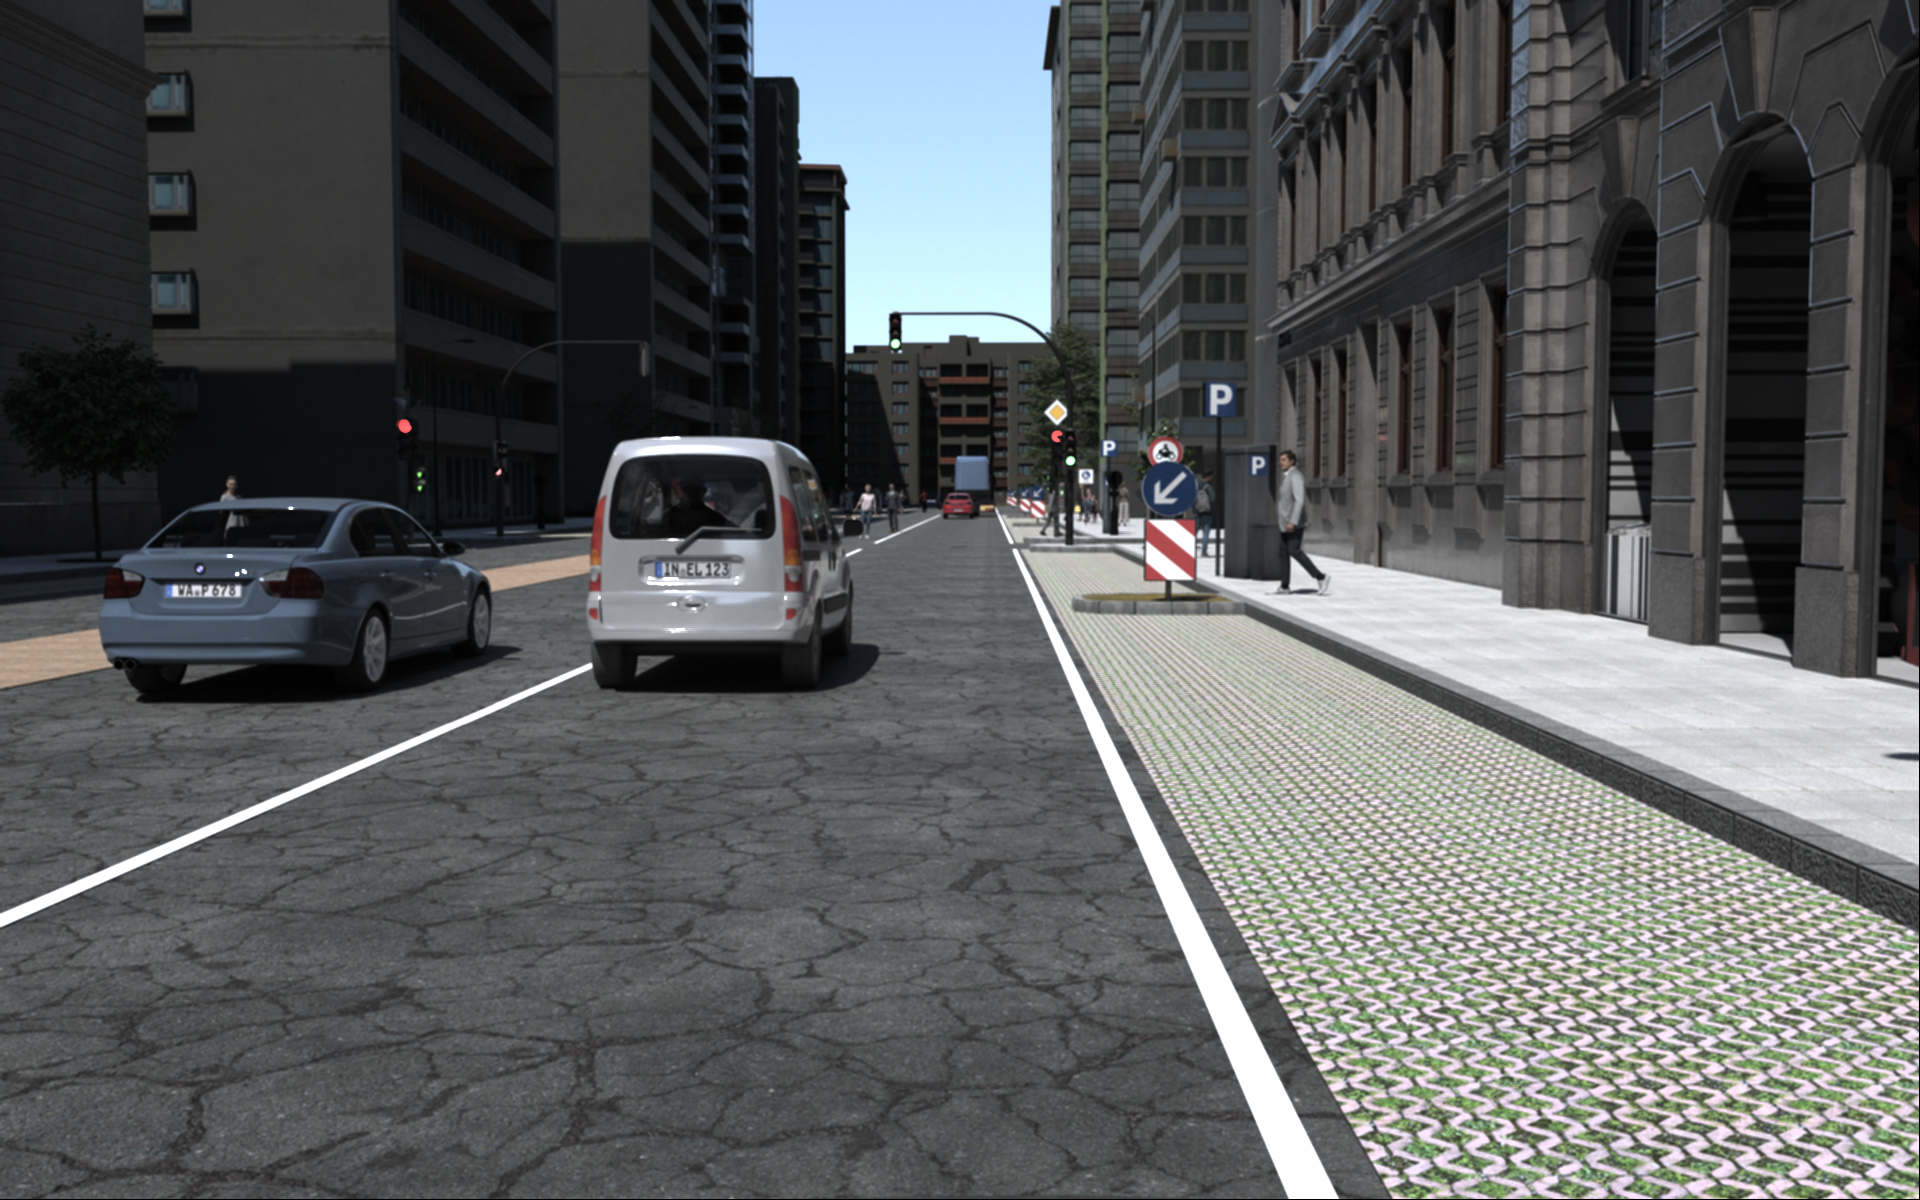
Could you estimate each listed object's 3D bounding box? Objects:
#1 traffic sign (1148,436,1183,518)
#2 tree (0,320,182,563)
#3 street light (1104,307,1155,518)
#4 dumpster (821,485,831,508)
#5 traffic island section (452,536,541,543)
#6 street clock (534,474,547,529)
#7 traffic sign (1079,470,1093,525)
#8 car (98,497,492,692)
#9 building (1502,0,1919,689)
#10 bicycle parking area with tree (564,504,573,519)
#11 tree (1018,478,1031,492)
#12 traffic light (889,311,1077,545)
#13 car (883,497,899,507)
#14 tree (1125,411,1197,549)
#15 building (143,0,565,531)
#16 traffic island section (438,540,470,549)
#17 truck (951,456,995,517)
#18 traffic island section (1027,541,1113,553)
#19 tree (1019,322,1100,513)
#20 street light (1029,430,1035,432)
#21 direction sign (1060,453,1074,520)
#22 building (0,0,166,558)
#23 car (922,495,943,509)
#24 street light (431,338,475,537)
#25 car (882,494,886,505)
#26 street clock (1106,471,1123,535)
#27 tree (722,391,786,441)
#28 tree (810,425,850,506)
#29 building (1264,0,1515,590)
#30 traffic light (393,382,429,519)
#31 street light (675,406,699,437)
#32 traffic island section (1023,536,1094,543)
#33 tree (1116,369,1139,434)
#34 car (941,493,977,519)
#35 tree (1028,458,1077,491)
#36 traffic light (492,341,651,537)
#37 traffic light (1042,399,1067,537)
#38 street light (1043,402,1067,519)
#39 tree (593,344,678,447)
[{"bbox_3d":[4.482,-2.308,37.834,0.768,2.556,0.104,0,4,5],"label":"traffic sign"},{"bbox_3d":[-16.496,-3.017,33.037,4.285,4.588,4.351,0,3,0],"label":"tree"},{"bbox_3d":[4.287,-4.326,43.267,1.470,5.913,1.316,0,4,1],"label":"street light"},{"bbox_3d":[-11.991,-8.688,147.006,1.985,2.255,1.502,0,4,2],"label":"dumpster"},{"bbox_3d":[-13.749,-1.801,51.719,2.009,0.180,2.903,0,4,1],"label":"traffic island section"},{"bbox_3d":[-15.191,-3.561,62.786,0.471,2.002,0.358,3,4,36],"label":"street clock"},{"bbox_3d":[5.219,-4.258,71.742,0.606,2.300,0.079,0,4,5],"label":"traffic sign"},{"bbox_3d":[-5.097,-0.111,13.820,2.014,1.417,4.499,0,4,0],"label":"car"},{"bbox_3d":[11.956,-10.154,7.811,13.314,21.916,24.055,0,4,1],"label":"building"},{"bbox_3d":[-24.327,-6.088,86.548,8.231,4.147,9.016,2,4,27],"label":"bicycle parking area with tree"},{"bbox_3d":[7.891,-12.785,203.642,1.663,3.219,1.824,0,3,0],"label":"tree"},{"bbox_3d":[0.624,-4.194,43.233,4.771,5.953,1.251,0,4,1],"label":"traffic light"},{"bbox_3d":[-7.485,-11.099,191.059,1.945,1.707,3.694,0,4,0],"label":"car"},{"bbox_3d":[4.627,-2.792,40.250,1.663,3.219,1.824,0,3,0],"label":"tree"},{"bbox_3d":[-27.884,-26.865,62.945,21.300,48.544,21.600,0,4,1],"label":"building"},{"bbox_3d":[-13.882,-1.312,43.735,2.009,0.180,2.903,0,4,1],"label":"traffic island section"},{"bbox_3d":[0.911,-7.816,117.542,2.967,4.110,18.799,0,4,-1],"label":"truck"},{"bbox_3d":[2.757,-1.295,43.453,2.009,0.180,2.903,0,4,1],"label":"traffic island section"},{"bbox_3d":[7.374,-12.016,114.585,7.486,12.596,7.792,0,3,0],"label":"tree"},{"bbox_3d":[5.546,-9.413,126.436,1.470,5.913,1.316,0,4,1],"label":"street light"},{"bbox_3d":[5.220,-5.655,84.456,0.876,3.537,0.379,-3,4,-36],"label":"direction sign"},{"bbox_3d":[-31.361,-14.560,35.325,25.104,27.353,12.463,0,4,1],"label":"building"},{"bbox_3d":[-2.626,-9.292,164.501,1.945,1.354,3.894,0,4,3],"label":"car"},{"bbox_3d":[-15.175,-4.851,51.854,1.470,5.913,1.316,0,4,1],"label":"street light"},{"bbox_3d":[-8.366,-11.375,195.770,2.009,1.686,4.222,0,4,3],"label":"car"},{"bbox_3d":[4.812,-3.023,53.993,0.471,2.002,0.358,-2,4,-34],"label":"street clock"},{"bbox_3d":[-14.835,-10.558,122.986,4.737,8.622,4.395,0,3,0],"label":"tree"},{"bbox_3d":[-14.022,-14.782,192.048,4.360,8.622,3.978,0,3,0],"label":"tree"},{"bbox_3d":[12.307,-11.877,30.348,11.583,22.565,21.152,0,4,1],"label":"building"},{"bbox_3d":[-13.842,-3.344,43.600,0.839,4.253,0.868,0,4,1],"label":"traffic light"},{"bbox_3d":[-14.446,-7.264,91.315,1.470,5.913,1.316,0,4,1],"label":"street light"},{"bbox_3d":[2.890,-1.783,51.437,2.009,0.180,2.903,0,4,1],"label":"traffic island section"},{"bbox_3d":[10.096,-8.410,87.863,4.737,8.622,4.395,0,3,0],"label":"tree"},{"bbox_3d":[-0.078,-5.659,101.565,2.155,1.783,4.494,0,4,1],"label":"car"},{"bbox_3d":[6.508,-8.484,122.430,4.285,4.588,4.351,0,3,0],"label":"tree"},{"bbox_3d":[-11.616,-4.704,51.584,4.771,5.953,1.251,0,4,1],"label":"traffic light"},{"bbox_3d":[2.851,-3.817,51.324,0.839,4.253,0.868,0,4,1],"label":"traffic light"},{"bbox_3d":[4.879,-7.039,87.623,1.470,5.913,1.316,0,4,1],"label":"street light"},{"bbox_3d":[-15.907,-8.196,84.360,4.360,8.622,3.978,0,3,0],"label":"tree"}]
